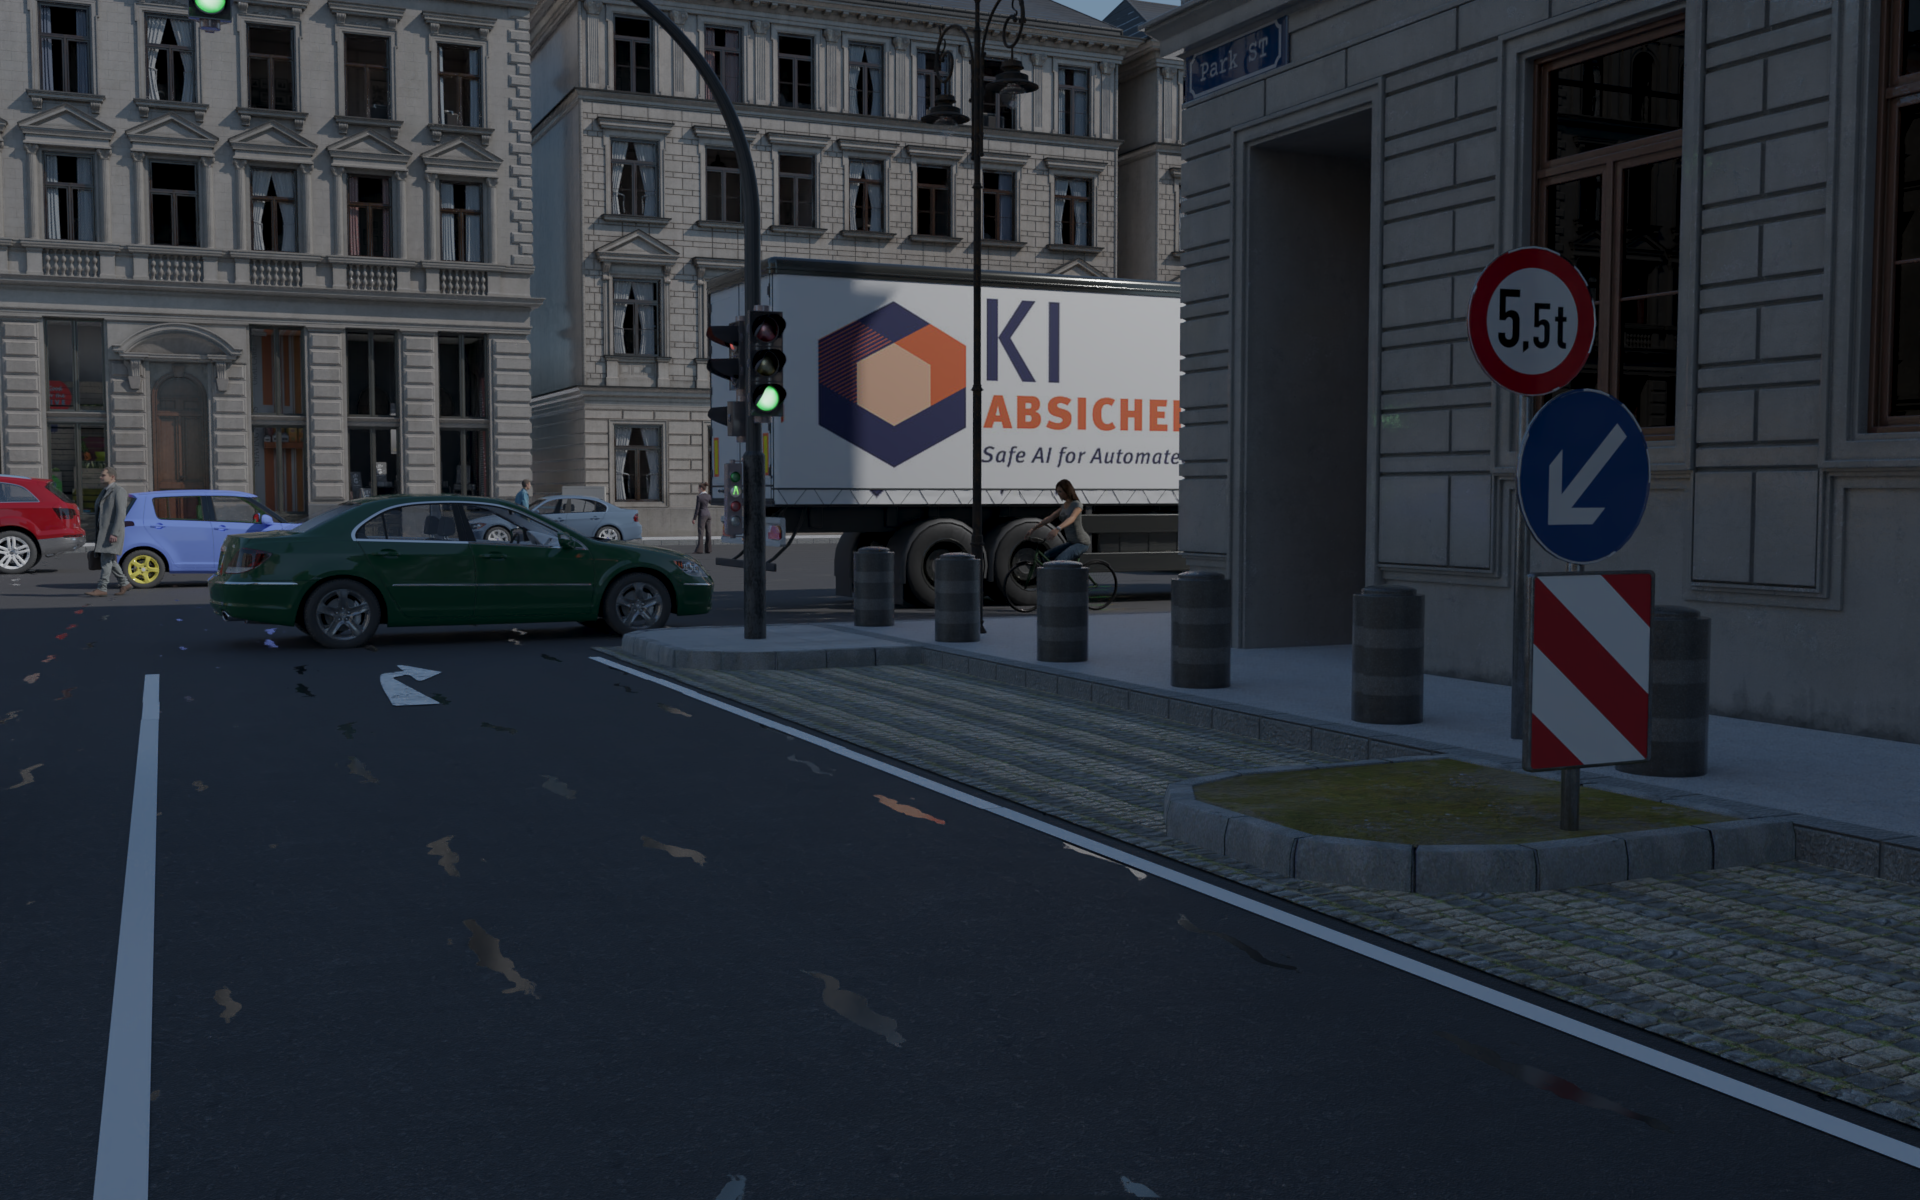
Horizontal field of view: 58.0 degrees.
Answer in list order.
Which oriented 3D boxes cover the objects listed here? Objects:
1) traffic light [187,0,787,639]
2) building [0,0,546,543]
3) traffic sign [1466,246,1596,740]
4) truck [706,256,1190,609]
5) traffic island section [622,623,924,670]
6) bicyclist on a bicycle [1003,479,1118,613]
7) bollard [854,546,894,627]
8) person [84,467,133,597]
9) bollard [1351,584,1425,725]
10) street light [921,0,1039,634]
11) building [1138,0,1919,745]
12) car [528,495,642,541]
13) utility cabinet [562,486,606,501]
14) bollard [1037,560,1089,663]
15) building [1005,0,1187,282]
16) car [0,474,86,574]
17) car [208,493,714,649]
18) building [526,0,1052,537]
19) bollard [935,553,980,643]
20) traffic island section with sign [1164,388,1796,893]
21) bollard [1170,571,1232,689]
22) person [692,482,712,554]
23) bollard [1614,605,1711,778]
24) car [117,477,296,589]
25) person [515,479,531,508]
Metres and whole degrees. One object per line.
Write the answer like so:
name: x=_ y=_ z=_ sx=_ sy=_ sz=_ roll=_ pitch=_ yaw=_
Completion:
traffic light: x=-3.718 y=-2.423 z=14.283 sx=4.771 sy=5.953 sz=1.251 roll=-2 pitch=4 yaw=-25
building: x=-22.632 y=-13.503 z=49.651 sx=19.941 sy=23.489 sz=11.050 roll=-2 pitch=4 yaw=-25
traffic sign: x=2.932 y=-0.545 z=9.010 sx=0.768 sy=2.556 sz=0.104 roll=-1 pitch=4 yaw=-17
truck: x=2.289 y=-2.144 z=23.969 sx=11.283 sy=4.237 sz=2.839 roll=-2 pitch=4 yaw=-26
traffic island section: x=-1.813 y=0.420 z=15.419 sx=2.009 sy=0.180 sz=2.903 roll=-2 pitch=4 yaw=-25
bicyclist on a bicycle: x=1.233 y=-0.675 z=21.061 sx=1.625 sy=1.676 sz=1.499 roll=-2 pitch=4 yaw=-26
bollard: x=-0.839 y=-0.133 z=16.897 sx=0.404 sy=0.777 sz=0.398 roll=0 pitch=3 yaw=0
person: x=-11.957 y=-0.959 z=24.284 sx=0.694 sy=1.812 sz=0.767 roll=3 pitch=5 yaw=40
bollard: x=2.421 y=0.301 z=9.797 sx=0.404 sy=0.777 sz=0.398 roll=0 pitch=3 yaw=0
street light: x=0.157 y=-2.632 z=15.815 sx=0.468 sy=5.910 sz=1.993 roll=-2 pitch=4 yaw=-25
building: x=10.571 y=-10.493 z=7.710 sx=11.583 sy=22.565 sz=21.152 roll=-2 pitch=4 yaw=-25
car: x=-10.473 y=-1.988 z=44.514 sx=4.499 sy=1.417 sz=2.014 roll=-1 pitch=4 yaw=-23
utility cabinet: x=-10.521 y=-2.438 z=48.533 sx=1.173 sy=1.500 sz=0.318 roll=0 pitch=4 yaw=-4
bollard: x=0.791 y=0.083 z=13.353 sx=0.404 sy=0.777 sz=0.398 roll=0 pitch=3 yaw=0
building: x=12.819 y=-12.322 z=66.092 sx=19.286 sy=19.102 sz=10.561 roll=-2 pitch=4 yaw=-25
car: x=-18.676 y=-1.372 z=31.101 sx=5.304 sy=1.827 sz=2.281 roll=-2 pitch=4 yaw=-25
car: x=-4.885 y=-0.343 z=17.410 sx=4.920 sy=1.459 sz=2.131 roll=-2 pitch=4 yaw=-26
building: x=-4.811 y=-11.844 z=58.284 sx=19.286 sy=19.102 sz=10.561 roll=-2 pitch=4 yaw=-25
bollard: x=-0.023 y=-0.025 z=15.124 sx=0.404 sy=0.777 sz=0.398 roll=0 pitch=3 yaw=0
traffic island section with sign: x=1.940 y=0.088 z=7.185 sx=1.989 sy=1.847 sz=2.006 roll=-2 pitch=4 yaw=-25
bollard: x=1.610 y=0.192 z=11.571 sx=0.404 sy=0.777 sz=0.398 roll=0 pitch=3 yaw=0
person: x=-6.178 y=-1.986 z=41.778 sx=0.445 sy=1.727 sz=0.742 roll=0 pitch=4 yaw=8
bollard: x=3.247 y=0.410 z=8.006 sx=0.404 sy=0.777 sz=0.398 roll=0 pitch=3 yaw=0
car: x=-11.538 y=-1.091 z=27.427 sx=3.694 sy=1.707 sz=1.945 roll=-2 pitch=4 yaw=-26
person: x=-10.398 y=-1.973 z=41.102 sx=0.444 sy=1.785 sz=0.601 roll=-2 pitch=4 yaw=-26
